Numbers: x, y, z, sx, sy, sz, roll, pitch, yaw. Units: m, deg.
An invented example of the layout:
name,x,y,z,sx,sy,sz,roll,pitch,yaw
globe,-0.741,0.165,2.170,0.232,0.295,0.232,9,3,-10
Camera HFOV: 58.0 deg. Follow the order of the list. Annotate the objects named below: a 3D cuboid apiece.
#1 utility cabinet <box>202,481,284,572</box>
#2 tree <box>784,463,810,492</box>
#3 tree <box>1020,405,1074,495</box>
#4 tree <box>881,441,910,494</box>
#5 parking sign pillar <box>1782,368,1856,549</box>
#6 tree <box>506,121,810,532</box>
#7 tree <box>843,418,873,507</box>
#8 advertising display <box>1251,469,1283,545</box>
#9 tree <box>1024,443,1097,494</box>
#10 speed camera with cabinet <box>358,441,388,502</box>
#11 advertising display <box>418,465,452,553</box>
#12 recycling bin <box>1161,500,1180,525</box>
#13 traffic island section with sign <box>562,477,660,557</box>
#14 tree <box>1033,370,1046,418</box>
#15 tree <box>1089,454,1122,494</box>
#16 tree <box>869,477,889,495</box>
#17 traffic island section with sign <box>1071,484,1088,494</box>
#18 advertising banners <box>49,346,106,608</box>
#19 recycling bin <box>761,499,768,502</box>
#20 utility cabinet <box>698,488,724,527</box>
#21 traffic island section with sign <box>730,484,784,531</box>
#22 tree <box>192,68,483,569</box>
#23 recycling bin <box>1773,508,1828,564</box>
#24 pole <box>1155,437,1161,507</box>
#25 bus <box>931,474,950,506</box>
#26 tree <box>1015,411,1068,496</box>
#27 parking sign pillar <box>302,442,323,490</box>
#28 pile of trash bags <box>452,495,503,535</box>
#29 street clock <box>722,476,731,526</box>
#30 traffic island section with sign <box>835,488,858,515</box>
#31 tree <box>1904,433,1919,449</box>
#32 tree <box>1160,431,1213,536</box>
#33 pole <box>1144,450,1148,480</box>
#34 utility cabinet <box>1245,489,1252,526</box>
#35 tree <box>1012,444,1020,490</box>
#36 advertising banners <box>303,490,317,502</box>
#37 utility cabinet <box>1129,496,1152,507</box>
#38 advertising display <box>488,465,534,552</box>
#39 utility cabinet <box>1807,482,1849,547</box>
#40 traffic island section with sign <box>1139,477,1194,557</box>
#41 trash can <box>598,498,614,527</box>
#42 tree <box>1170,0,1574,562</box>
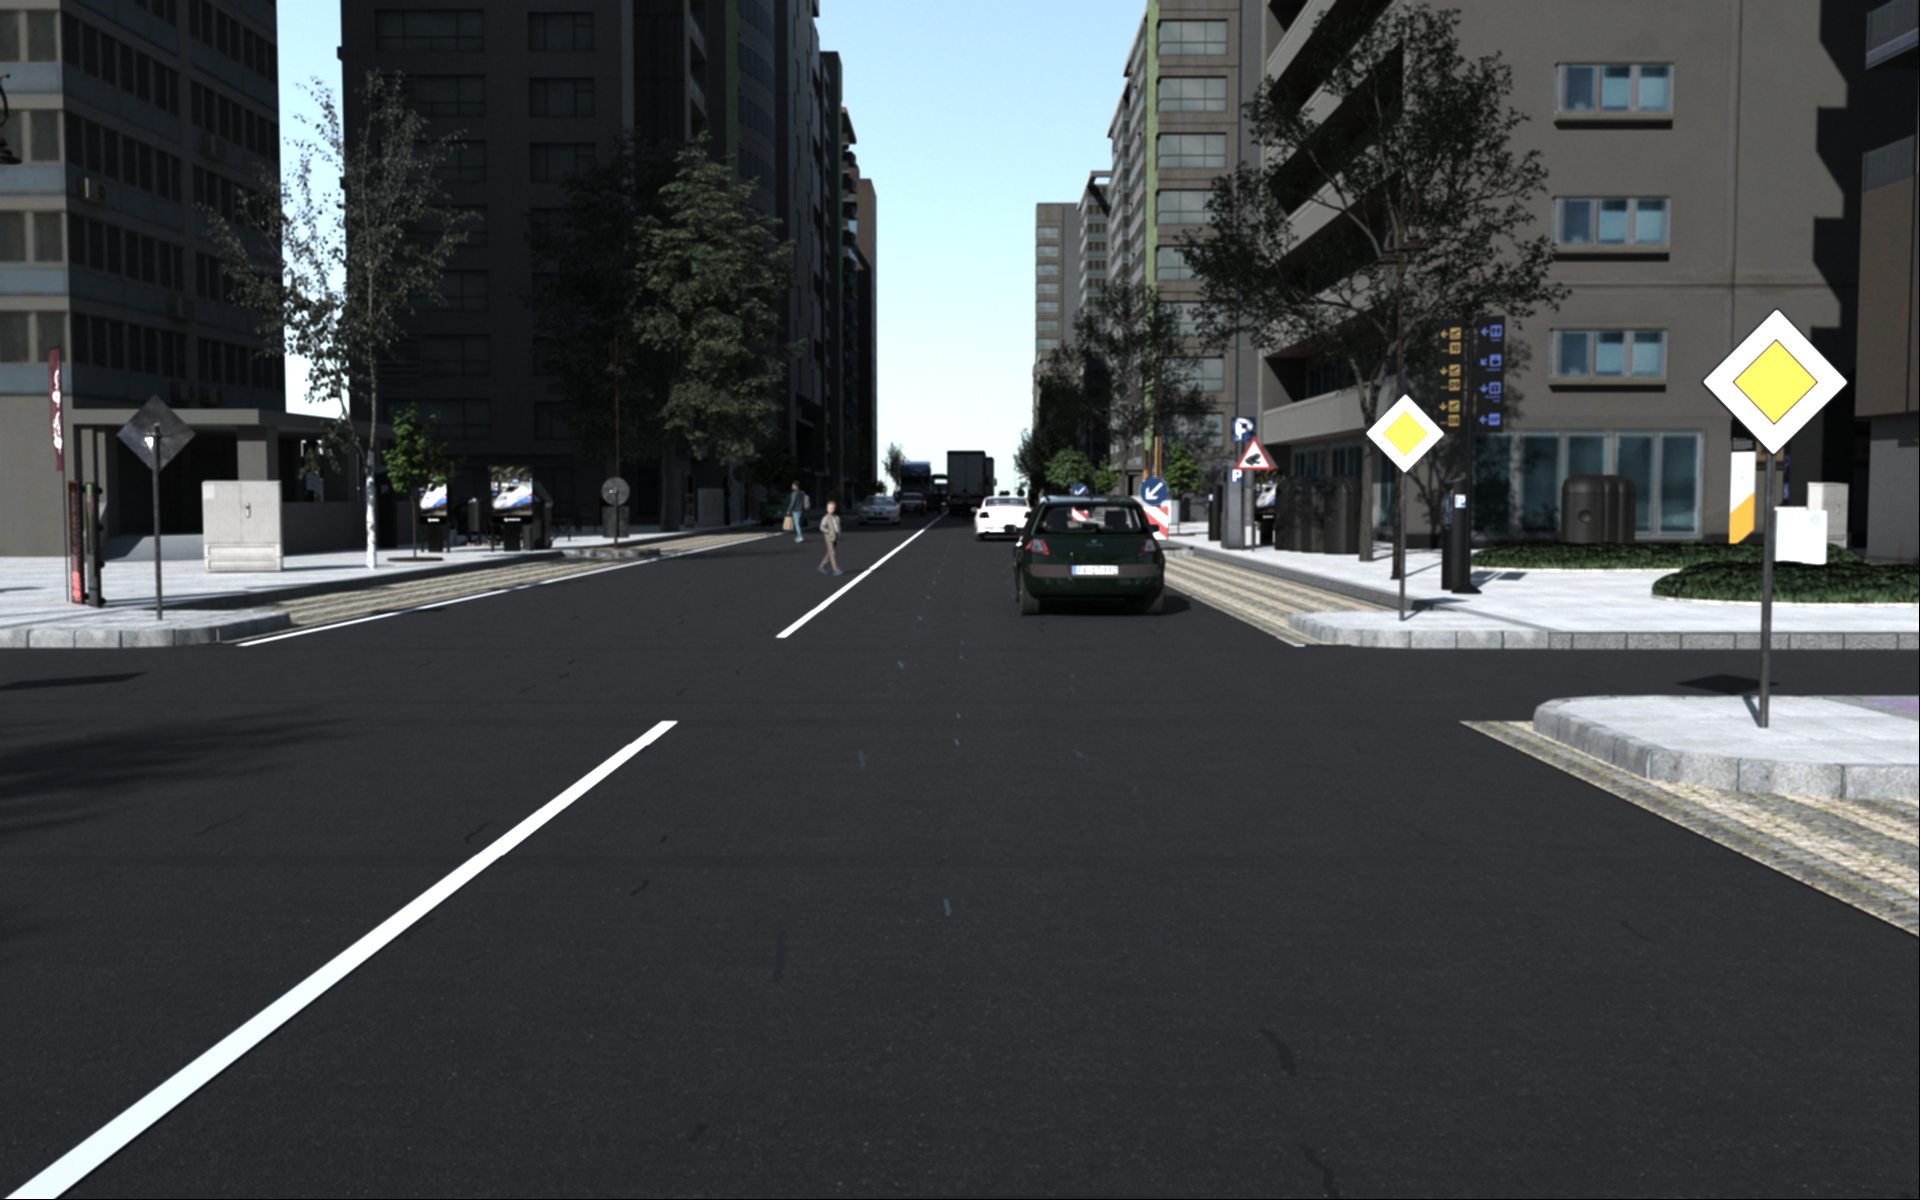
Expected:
name,x,y,z,sx,sy,sz,roll,pitch,yaw
utility cabinet,-11.749,-1.205,28.385,1.173,1.500,0.318,-1,4,-14
tree,-9.893,-6.786,105.550,1.663,3.219,1.824,0,3,0
tree,7.282,-11.571,139.544,4.737,8.622,4.395,0,3,0
tree,-8.892,-18.321,249.905,4.737,8.622,4.395,0,3,0
parking sign pillar,18.434,-2.980,37.194,1.447,3.967,1.447,0,4,7
tree,-9.990,-9.289,58.525,9.857,13.997,8.962,0,3,0
tree,-10.338,-13.286,167.593,4.360,8.622,3.978,0,3,0
advertising display,7.726,-2.348,43.600,0.974,1.923,0.123,-2,4,-34
tree,7.150,-7.813,111.456,4.285,4.588,4.351,0,3,0
speed camera with cabinet,-19.121,-3.699,54.821,2.038,3.252,0.660,1,4,12
advertising display,-11.546,-2.010,38.074,0.974,1.923,0.123,2,4,33
recycling bin,8.590,-3.604,71.484,0.722,1.027,0.722,3,5,43
traffic island section with sign,-8.017,-1.924,40.088,1.989,1.847,2.006,0,4,0
tree,6.689,-8.456,72.663,8.767,10.594,7.601,2,4,29
tree,7.026,-5.494,84.422,1.663,3.219,1.824,0,3,0
tree,-9.438,-12.154,193.317,1.663,3.219,1.824,0,3,0
traffic island section with sign,4.479,-3.576,67.090,1.989,1.847,2.006,0,4,0
advertising banners,-10.300,-1.466,20.158,0.090,3.025,2.074,-3,5,-40
recycling bin,-9.424,-4.475,85.717,0.722,1.027,0.722,1,4,10
utility cabinet,-9.732,-3.610,67.695,0.318,1.500,1.173,2,4,34
traffic island section with sign,-7.851,-3.598,67.461,1.989,1.847,2.006,0,4,0
tree,-10.355,-4.842,29.536,4.360,8.622,3.978,0,3,0
recycling bin,13.128,-0.890,27.104,0.722,1.027,0.722,1,4,20
pole,7.030,-4.140,61.525,0.158,3.312,0.155,0,3,0
bus,-2.363,-13.449,211.435,2.896,3.916,12.252,0,4,2
tree,7.153,-12.128,148.647,4.360,8.622,3.978,0,3,0
parking sign pillar,-33.211,-6.159,89.179,1.447,3.967,1.447,0,4,2
pile of trash bags,-15.678,-2.759,54.868,3.447,1.369,1.912,0,4,8
street clock,-9.459,-4.022,70.334,0.358,2.002,0.471,1,4,11
traffic island section with sign,-7.530,-6.640,117.199,1.989,1.847,2.006,0,4,0
tree,14.841,-1.865,25.087,1.663,3.219,1.824,0,3,0
tree,6.715,-3.596,53.399,1.663,3.219,1.824,0,3,0
pole,8.622,-5.293,80.380,0.158,3.312,0.155,0,3,0
utility cabinet,11.284,-3.689,68.986,0.318,1.500,1.173,3,4,37
tree,7.500,-14.144,181.623,4.737,8.622,4.395,0,3,0
advertising banners,-20.940,-3.514,53.648,2.074,3.025,0.090,0,4,5
utility cabinet,6.713,-3.230,63.975,1.020,1.237,0.306,3,5,43
advertising display,-10.023,-2.048,38.705,0.974,1.923,0.123,-2,4,-26
utility cabinet,16.455,-1.477,32.836,1.173,1.500,0.318,-3,5,-42
traffic island section with sign,4.305,-1.927,40.135,1.989,1.847,2.006,0,4,0
trash can,-13.786,-3.430,67.741,0.748,1.137,0.748,0,3,0
tree,7.479,-5.994,32.416,8.767,10.594,7.601,3,5,42
